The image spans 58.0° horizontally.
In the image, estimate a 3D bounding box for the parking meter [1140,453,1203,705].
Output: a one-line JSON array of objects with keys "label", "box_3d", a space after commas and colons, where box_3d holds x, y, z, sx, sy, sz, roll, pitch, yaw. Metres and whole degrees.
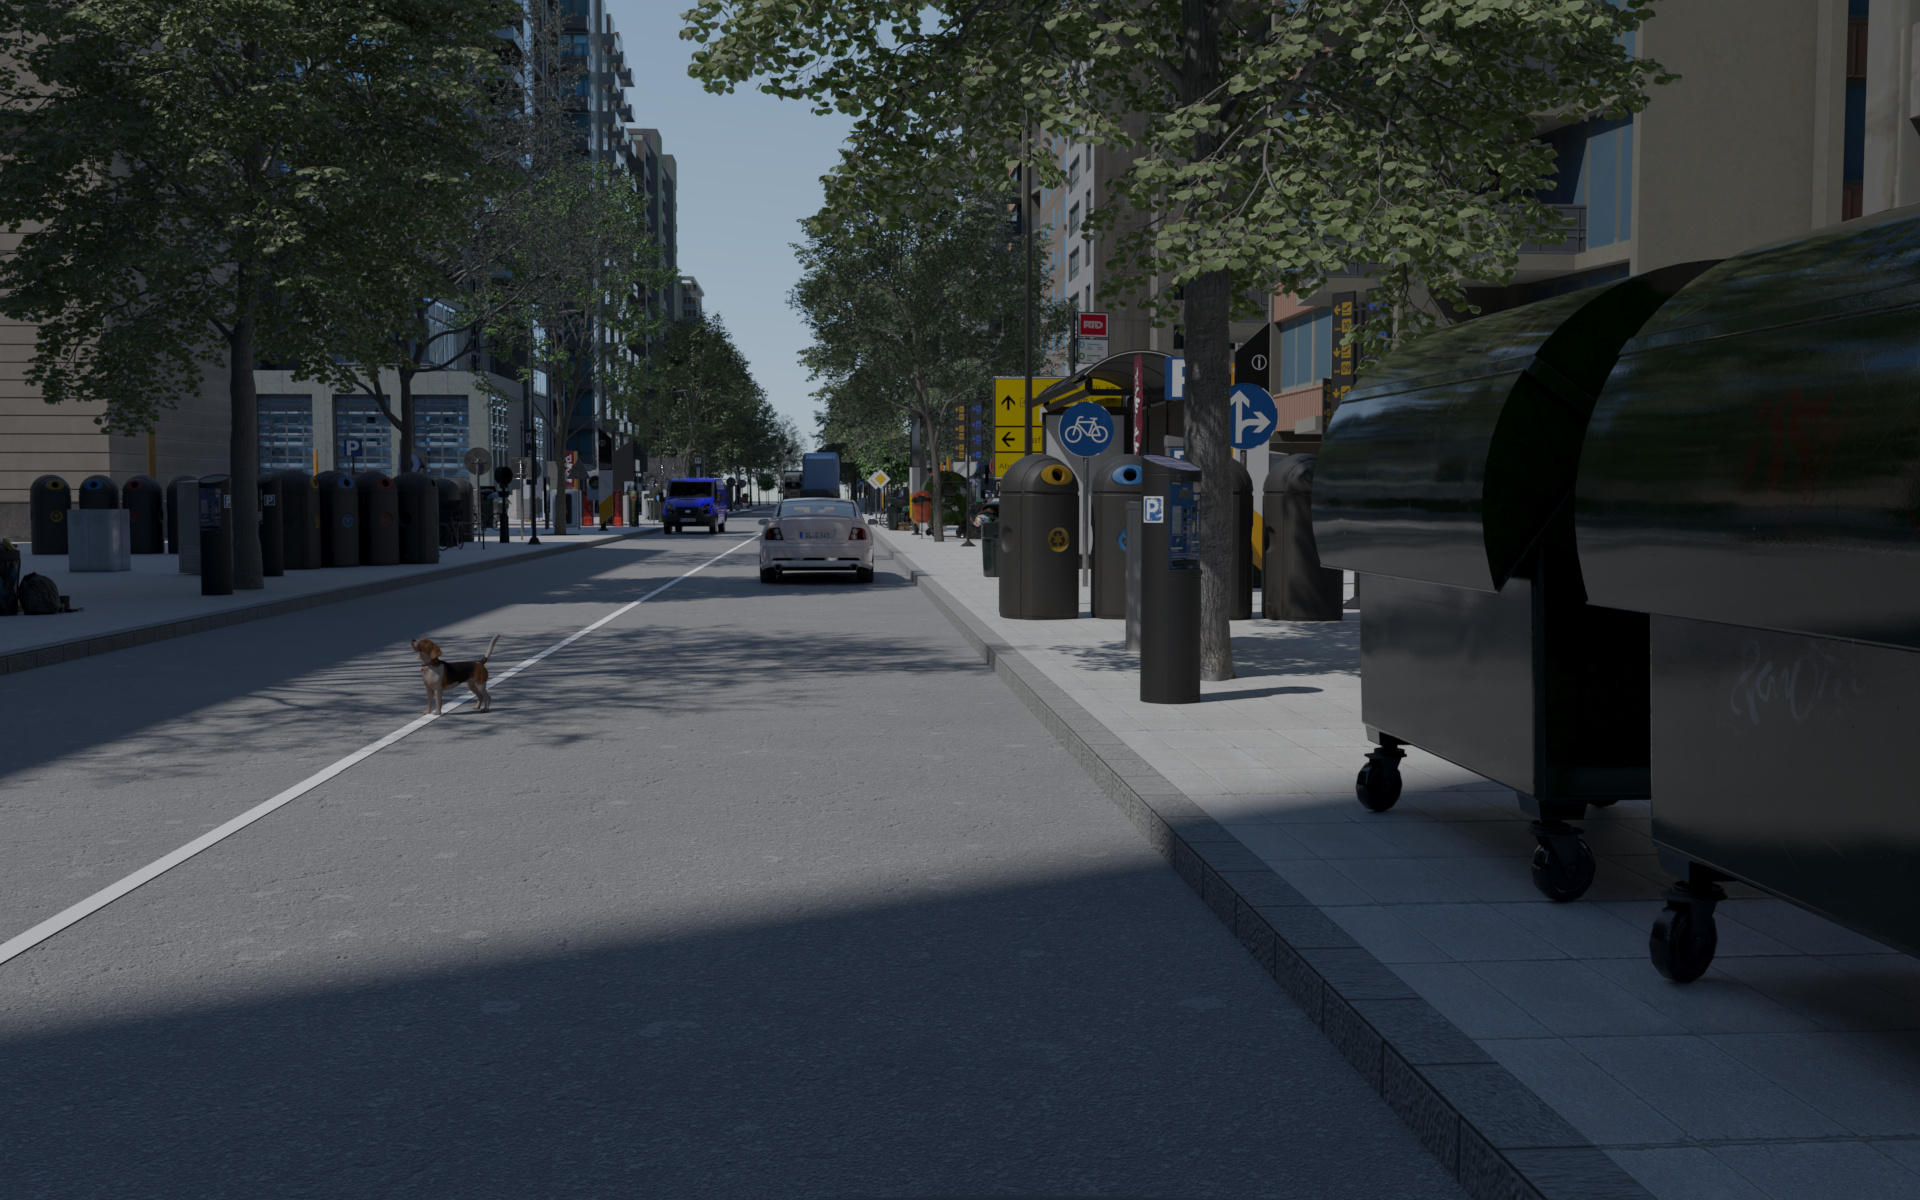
[{"label": "parking meter", "box_3d": [1.302, -0.139, 10.691, 0.372, 1.533, 0.369, 0, 3, 0]}]

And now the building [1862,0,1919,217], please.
[{"label": "building", "box_3d": [23.220, -23.740, 11.853, 21.300, 48.544, 21.600, 0, 4, -4]}]

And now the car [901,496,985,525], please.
[{"label": "car", "box_3d": [-0.542, -3.766, 73.373, 4.920, 1.459, 2.131, 0, 4, -4]}]

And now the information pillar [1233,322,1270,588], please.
[{"label": "information pillar", "box_3d": [3.982, -1.972, 23.601, 0.504, 3.616, 0.183, 0, 4, -6]}]

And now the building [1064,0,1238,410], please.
[{"label": "building", "box_3d": [13.564, -19.807, 95.543, 14.107, 30.474, 14.160, 0, 4, -4]}]

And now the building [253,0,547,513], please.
[{"label": "building", "box_3d": [-37.061, -48.358, 103.333, 22.319, 86.520, 31.000, 0, 4, -4]}]

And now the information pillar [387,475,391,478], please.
[{"label": "information pillar", "box_3d": [-22.544, -3.897, 68.215, 0.304, 2.012, 0.304, -1, 4, -14]}]

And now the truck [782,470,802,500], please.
[{"label": "truck", "box_3d": [-19.749, -13.304, 206.438, 2.839, 4.237, 11.283, 0, 4, -5]}]

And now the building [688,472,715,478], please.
[{"label": "building", "box_3d": [-51.025, -25.324, 259.088, 27.650, 21.520, 28.899, 0, 4, -4]}]

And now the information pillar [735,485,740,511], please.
[{"label": "information pillar", "box_3d": [-17.203, -7.916, 133.914, 0.304, 2.012, 0.304, -2, 4, -35]}]

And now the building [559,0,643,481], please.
[{"label": "building", "box_3d": [-42.913, -33.363, 165.085, 23.786, 49.044, 30.456, 0, 4, -4]}]

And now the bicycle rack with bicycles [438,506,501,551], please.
[{"label": "bicycle rack with bicycles", "box_3d": [-12.271, -1.627, 39.986, 2.852, 0.926, 2.925, -3, 4, -38]}]

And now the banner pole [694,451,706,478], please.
[{"label": "banner pole", "box_3d": [-14.789, -6.658, 98.870, 0.863, 3.779, 0.401, -2, 4, -31]}]

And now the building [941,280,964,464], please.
[{"label": "building", "box_3d": [9.647, -35.516, 272.566, 32.217, 40.220, 23.993, 0, 4, -4]}]

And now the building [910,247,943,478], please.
[{"label": "building", "box_3d": [2.610, -39.373, 298.366, 22.147, 44.769, 28.867, 0, 4, -4]}]

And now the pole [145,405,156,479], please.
[{"label": "pole", "box_3d": [-18.609, -2.815, 39.866, 0.158, 3.312, 0.155, 0, 3, 0]}]

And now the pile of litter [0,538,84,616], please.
[{"label": "pile of litter", "box_3d": [-10.320, -0.274, 18.441, 1.719, 0.858, 1.176, -1, 4, -21]}]

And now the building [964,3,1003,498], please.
[{"label": "building", "box_3d": [10.860, -39.009, 179.793, 21.231, 58.520, 28.212, 0, 4, -4]}]

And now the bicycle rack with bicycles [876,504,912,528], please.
[{"label": "bicycle rack with bicycles", "box_3d": [-1.948, -3.252, 66.548, 2.925, 0.926, 2.852, -1, 4, -16]}]

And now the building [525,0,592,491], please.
[{"label": "building", "box_3d": [-40.537, -42.760, 137.380, 20.563, 71.187, 20.611, 0, 4, -4]}]

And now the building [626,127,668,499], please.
[{"label": "building", "box_3d": [-39.870, -30.840, 187.833, 14.154, 41.232, 14.086, 0, 4, -4]}]

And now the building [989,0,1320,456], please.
[{"label": "building", "box_3d": [13.686, -29.644, 139.309, 22.147, 44.769, 28.867, 0, 4, -4]}]

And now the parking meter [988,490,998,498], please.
[{"label": "parking meter", "box_3d": [2.102, -5.796, 103.168, 0.372, 1.533, 0.369, 0, 3, 0]}]

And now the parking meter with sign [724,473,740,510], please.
[{"label": "parking meter with sign", "box_3d": [-19.175, -9.023, 143.789, 1.738, 3.016, 0.543, 2, 4, 25]}]

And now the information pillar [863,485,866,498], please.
[{"label": "information pillar", "box_3d": [-7.884, -8.504, 143.535, 0.304, 2.012, 0.304, 0, 4, -6]}]

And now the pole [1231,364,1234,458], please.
[{"label": "pole", "box_3d": [4.334, -2.037, 27.152, 0.158, 3.312, 0.155, 0, 3, 0]}]

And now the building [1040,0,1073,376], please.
[{"label": "building", "box_3d": [12.794, -28.108, 109.670, 14.600, 45.320, 14.200, 0, 4, -4]}]

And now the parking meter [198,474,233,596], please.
[{"label": "parking meter", "box_3d": [-9.458, -0.831, 22.005, 0.372, 1.533, 0.369, 0, 3, 0]}]

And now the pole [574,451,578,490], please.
[{"label": "pole", "box_3d": [-18.326, -5.430, 82.616, 0.158, 3.312, 0.155, 0, 3, 0]}]

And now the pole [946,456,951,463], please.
[{"label": "pole", "box_3d": [-0.541, -5.408, 82.263, 0.158, 3.312, 0.155, 0, 3, 0]}]

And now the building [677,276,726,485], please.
[{"label": "building", "box_3d": [-55.187, -36.271, 284.909, 32.217, 40.220, 23.993, 0, 4, -4]}]

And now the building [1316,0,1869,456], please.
[{"label": "building", "box_3d": [18.324, -23.868, 44.872, 22.147, 44.769, 28.867, 0, 4, -4]}]

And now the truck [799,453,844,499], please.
[{"label": "truck", "box_3d": [-8.733, -7.160, 106.817, 2.967, 4.110, 18.799, 0, 4, -3]}]

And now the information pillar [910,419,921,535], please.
[{"label": "information pillar", "box_3d": [-1.402, -3.836, 54.075, 0.183, 3.616, 0.504, 2, 4, 30]}]

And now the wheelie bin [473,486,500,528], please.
[{"label": "wheelie bin", "box_3d": [-17.897, -3.534, 65.687, 0.980, 1.594, 0.693, 0, 3, 0]}]

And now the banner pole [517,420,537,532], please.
[{"label": "banner pole", "box_3d": [-14.613, -4.190, 58.525, 0.863, 3.779, 0.401, 2, 4, 26]}]

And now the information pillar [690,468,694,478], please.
[{"label": "information pillar", "box_3d": [-21.205, -8.912, 137.067, 0.504, 3.616, 0.183, 3, 4, 38]}]

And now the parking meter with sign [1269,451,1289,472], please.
[{"label": "parking meter with sign", "box_3d": [5.389, -2.068, 30.073, 0.543, 3.016, 1.738, 3, 4, 39]}]

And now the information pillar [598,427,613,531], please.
[{"label": "information pillar", "box_3d": [-12.369, -4.222, 60.382, 0.504, 3.616, 0.183, 0, 4, -3]}]

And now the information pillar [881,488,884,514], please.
[{"label": "information pillar", "box_3d": [-4.943, -7.300, 110.703, 0.183, 3.616, 0.504, 0, 4, 1]}]

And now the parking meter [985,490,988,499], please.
[{"label": "parking meter", "box_3d": [1.808, -6.226, 110.211, 0.372, 1.533, 0.369, 0, 3, 0]}]

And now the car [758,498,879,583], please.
[{"label": "car", "box_3d": [-2.408, -1.041, 29.386, 2.083, 1.381, 4.827, 0, 4, -4]}]

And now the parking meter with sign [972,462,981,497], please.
[{"label": "parking meter with sign", "box_3d": [0.733, -5.185, 81.040, 0.543, 3.016, 1.738, 1, 4, 9]}]

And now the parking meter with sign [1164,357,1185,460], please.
[{"label": "parking meter with sign", "box_3d": [2.947, -1.628, 22.887, 0.543, 3.016, 1.738, 0, 4, 5]}]

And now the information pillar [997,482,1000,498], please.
[{"label": "information pillar", "box_3d": [2.509, -6.337, 108.109, 0.304, 2.012, 0.304, -3, 4, -37]}]

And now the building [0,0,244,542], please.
[{"label": "building", "box_3d": [-35.121, -15.477, 50.306, 25.104, 27.353, 12.463, 0, 4, -4]}]

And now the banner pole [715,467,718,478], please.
[{"label": "banner pole", "box_3d": [-16.074, -7.647, 115.045, 0.401, 3.779, 0.863, -3, 4, -36]}]

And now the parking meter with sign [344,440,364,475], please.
[{"label": "parking meter with sign", "box_3d": [-19.427, -3.667, 56.210, 0.543, 3.016, 1.738, 0, 4, -3]}]

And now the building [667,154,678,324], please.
[{"label": "building", "box_3d": [-40.559, -31.714, 202.120, 14.154, 41.232, 14.086, 0, 4, -4]}]

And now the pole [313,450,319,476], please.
[{"label": "pole", "box_3d": [-29.500, -5.232, 79.390, 0.158, 3.312, 0.155, 0, 3, 0]}]

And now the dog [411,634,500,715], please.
[{"label": "dog", "box_3d": [-3.286, 0.488, 11.305, 0.406, 0.507, 0.540, 0, 4, 5]}]

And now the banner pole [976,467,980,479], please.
[{"label": "banner pole", "box_3d": [1.356, -9.189, 140.250, 0.401, 3.779, 0.863, -3, 4, -36]}]

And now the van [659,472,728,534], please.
[{"label": "van", "box_3d": [-9.700, -3.614, 63.480, 2.240, 2.365, 5.245, 0, 4, -3]}]

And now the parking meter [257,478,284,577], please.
[{"label": "parking meter", "box_3d": [-10.759, -1.137, 26.996, 0.372, 1.533, 0.369, 0, 3, 0]}]
